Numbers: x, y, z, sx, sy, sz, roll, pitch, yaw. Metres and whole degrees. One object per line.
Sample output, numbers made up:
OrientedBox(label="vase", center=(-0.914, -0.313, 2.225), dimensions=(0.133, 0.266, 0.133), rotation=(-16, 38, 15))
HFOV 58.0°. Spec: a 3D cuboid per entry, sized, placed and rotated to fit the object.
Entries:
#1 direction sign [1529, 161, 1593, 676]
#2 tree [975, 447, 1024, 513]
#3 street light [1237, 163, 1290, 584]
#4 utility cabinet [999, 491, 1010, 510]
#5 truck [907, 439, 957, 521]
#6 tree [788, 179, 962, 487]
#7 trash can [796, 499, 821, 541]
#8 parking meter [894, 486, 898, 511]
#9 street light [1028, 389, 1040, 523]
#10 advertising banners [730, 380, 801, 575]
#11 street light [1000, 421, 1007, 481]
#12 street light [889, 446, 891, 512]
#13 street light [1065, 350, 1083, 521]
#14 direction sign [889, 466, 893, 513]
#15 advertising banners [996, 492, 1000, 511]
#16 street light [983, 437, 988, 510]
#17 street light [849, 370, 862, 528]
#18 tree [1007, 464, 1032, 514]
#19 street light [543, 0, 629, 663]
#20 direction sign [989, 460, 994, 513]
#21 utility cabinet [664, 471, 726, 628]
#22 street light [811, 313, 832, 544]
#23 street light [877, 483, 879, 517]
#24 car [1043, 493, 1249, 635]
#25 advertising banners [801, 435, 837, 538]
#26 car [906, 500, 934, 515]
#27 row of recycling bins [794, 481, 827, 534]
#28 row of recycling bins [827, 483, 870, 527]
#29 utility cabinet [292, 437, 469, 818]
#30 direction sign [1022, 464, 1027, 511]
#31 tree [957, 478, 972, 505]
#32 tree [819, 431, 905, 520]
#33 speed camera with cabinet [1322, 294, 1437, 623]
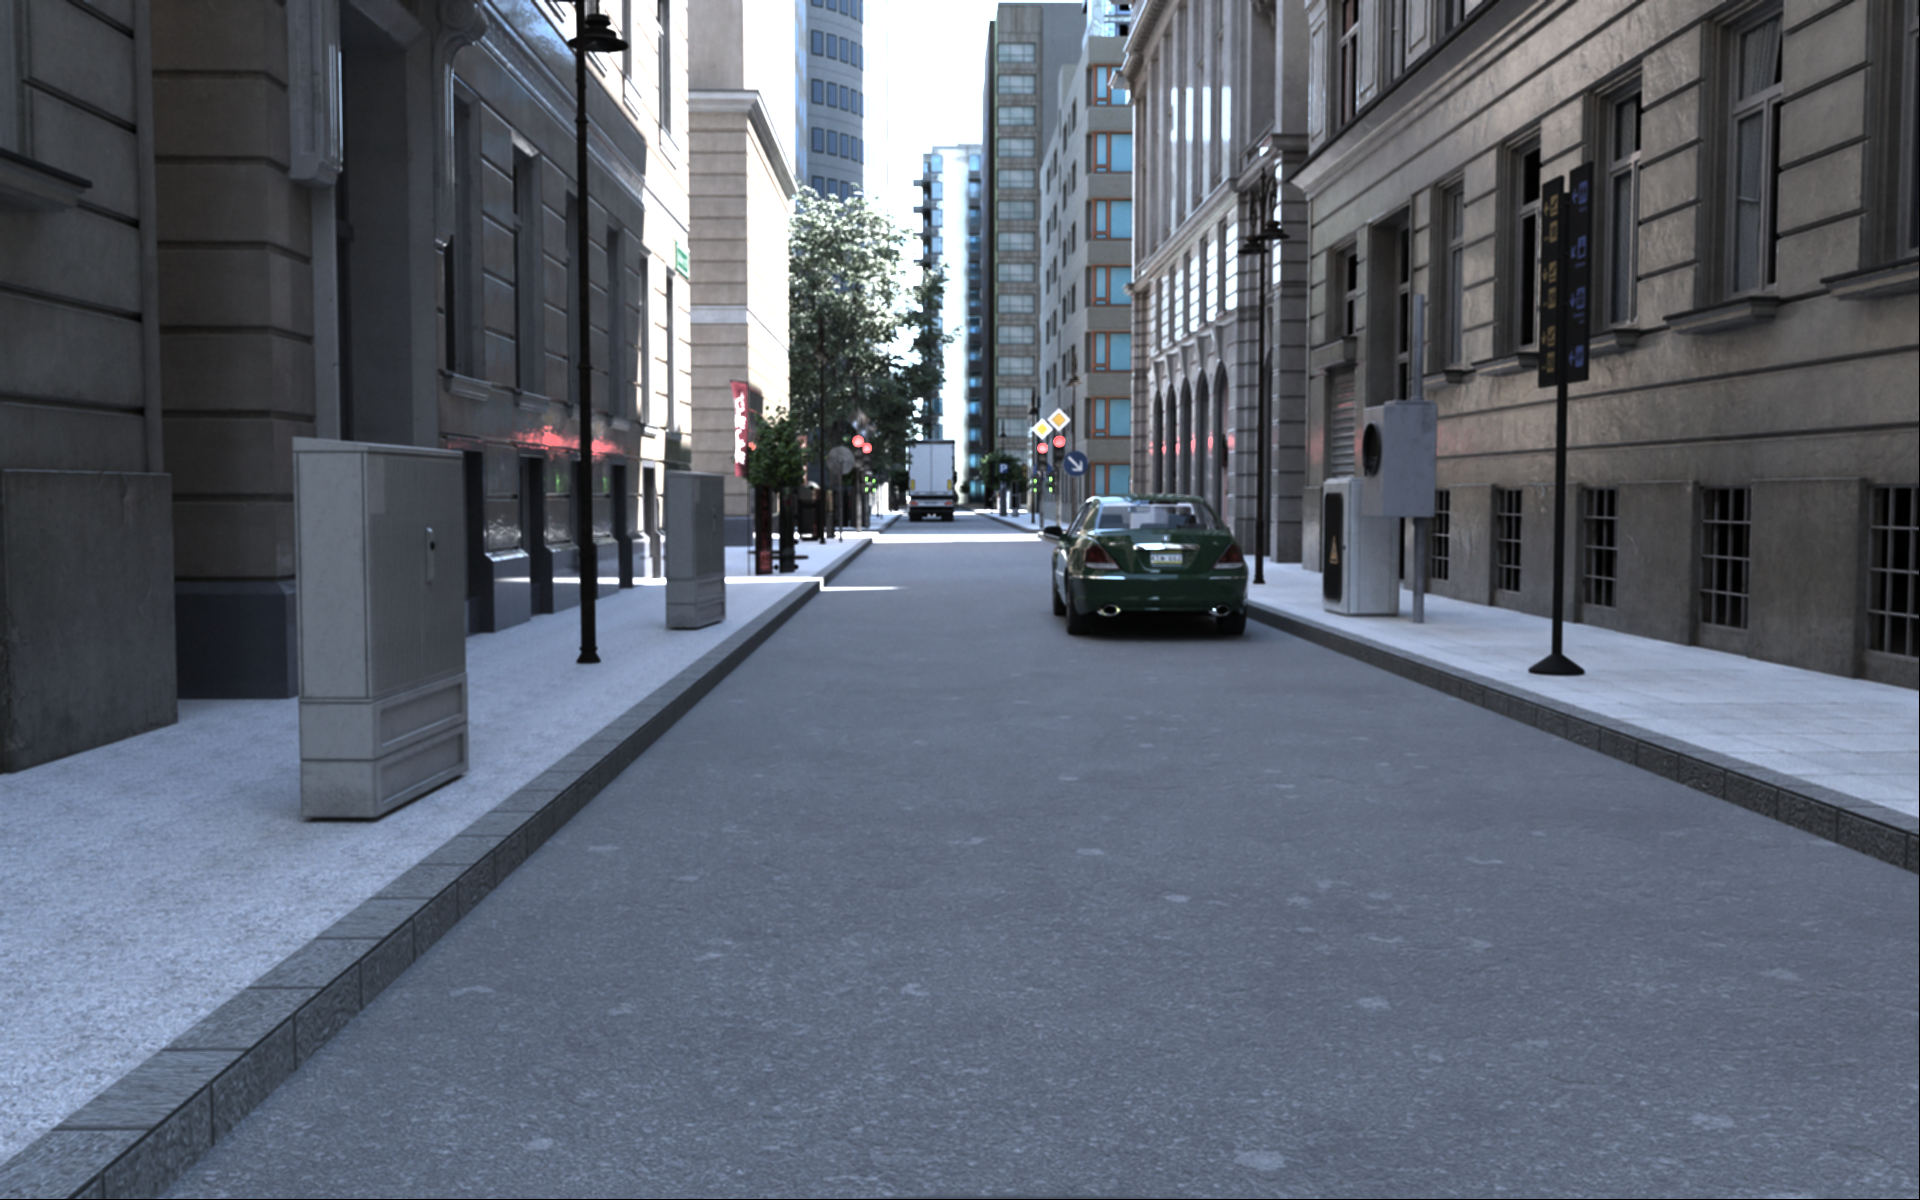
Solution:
OrientedBox(label="direction sign", center=(4.279, -1.243, 12.316), dimensions=(0.379, 3.537, 0.876), rotation=(0, 4, -2))
OrientedBox(label="tree", center=(2.750, -8.319, 119.724), dimensions=(4.285, 4.588, 4.351), rotation=(0, 3, 0))
OrientedBox(label="street light", center=(4.288, -3.173, 24.660), dimensions=(0.468, 5.910, 1.993), rotation=(0, 4, -1))
OrientedBox(label="utility cabinet", center=(3.495, -7.995, 139.393), dimensions=(0.318, 1.500, 1.173), rotation=(3, 5, 42))
OrientedBox(label="truck", center=(-1.530, -6.438, 94.179), dimensions=(2.839, 4.237, 11.283), rotation=(0, 4, -1))
OrientedBox(label="tree", center=(-5.029, -10.052, 70.999), dimensions=(9.857, 13.997, 8.962), rotation=(0, 3, 0))
OrientedBox(label="trash can", center=(-4.119, -2.194, 47.527), dimensions=(0.748, 1.137, 0.748), rotation=(0, 3, 0))
OrientedBox(label="parking meter", center=(-4.779, -7.561, 129.328), dimensions=(0.255, 1.863, 0.399), rotation=(1, 4, 16))
OrientedBox(label="street light", center=(3.219, -6.316, 76.059), dimensions=(0.468, 5.910, 1.993), rotation=(0, 4, -1))
OrientedBox(label="advertising banners", center=(-3.112, -1.919, 27.564), dimensions=(0.090, 3.025, 2.074), rotation=(2, 4, 23))
OrientedBox(label="street light", center=(2.654, -8.214, 107.078), dimensions=(0.468, 5.910, 1.993), rotation=(0, 4, -1))
OrientedBox(label="street light", center=(-5.102, -9.418, 126.772), dimensions=(0.468, 5.910, 1.993), rotation=(0, 4, -1))
OrientedBox(label="street light", center=(3.676, -5.083, 55.892), dimensions=(0.468, 5.910, 1.993), rotation=(0, 4, -1))
OrientedBox(label="direction sign", center=(-4.640, -7.611, 116.444), dimensions=(0.379, 3.537, 0.876), rotation=(0, 4, -3))
OrientedBox(label="advertising banners", center=(2.956, -8.234, 130.820), dimensions=(0.090, 3.025, 2.074), rotation=(1, 4, 14))
OrientedBox(label="street light", center=(2.030, -10.165, 138.978), dimensions=(0.468, 5.910, 1.993), rotation=(0, 4, -1))
OrientedBox(label="street light", center=(-3.865, -5.608, 64.471), dimensions=(0.468, 5.910, 1.993), rotation=(0, 4, -1))
OrientedBox(label="tree", center=(3.745, -7.185, 112.073), dimensions=(1.663, 3.219, 1.824), rotation=(0, 3, 0))
OrientedBox(label="street light", center=(-2.830, -2.461, 13.024), dimensions=(0.468, 5.910, 1.993), rotation=(0, 4, -1))
OrientedBox(label="direction sign", center=(2.133, -7.624, 116.642), dimensions=(0.379, 3.537, 0.876), rotation=(1, 4, 22))
OrientedBox(label="utility cabinet", center=(-2.557, -0.500, 16.859), dimensions=(0.318, 1.500, 1.173), rotation=(0, 4, 6))
OrientedBox(label="street light", center=(-3.540, -4.383, 44.445), dimensions=(0.468, 5.910, 1.993), rotation=(0, 4, -1))
OrientedBox(label="street light", center=(-4.542, -7.521, 95.752), dimensions=(0.468, 5.910, 1.993), rotation=(0, 4, -1))
OrientedBox(label="car", center=(2.006, -0.445, 19.080), dimensions=(2.131, 1.459, 4.920), rotation=(0, 4, 0))
OrientedBox(label="advertising banners", center=(-4.204, -3.345, 50.882), dimensions=(0.090, 3.025, 2.074), rotation=(-3, 4, -36))
OrientedBox(label="car", center=(-2.663, -6.462, 117.657), dimensions=(2.014, 1.417, 4.499), rotation=(0, 4, -3))
OrientedBox(label="row of recycling bins", center=(-6.260, -3.023, 56.541), dimensions=(3.534, 1.692, 1.069), rotation=(0, 4, 6))
OrientedBox(label="row of recycling bins", center=(-5.054, -3.688, 67.411), dimensions=(3.534, 1.692, 1.069), rotation=(2, 4, 30))
OrientedBox(label="utility cabinet", center=(-2.396, 0.085, 7.289), dimensions=(0.318, 1.500, 1.173), rotation=(0, 4, 2))
OrientedBox(label="direction sign", center=(5.087, -8.490, 130.806), dimensions=(0.876, 3.537, 0.379), rotation=(0, 4, 4))
OrientedBox(label="tree", center=(0.602, -12.990, 206.982), dimensions=(1.663, 3.219, 1.824), rotation=(0, 3, 0))
OrientedBox(label="tree", center=(-5.325, -6.170, 84.596), dimensions=(4.285, 4.588, 4.351), rotation=(0, 3, 0))
OrientedBox(label="speed camera with cabinet", center=(4.316, -1.444, 17.947), dimensions=(0.660, 3.252, 2.038), rotation=(0, 4, -4))
